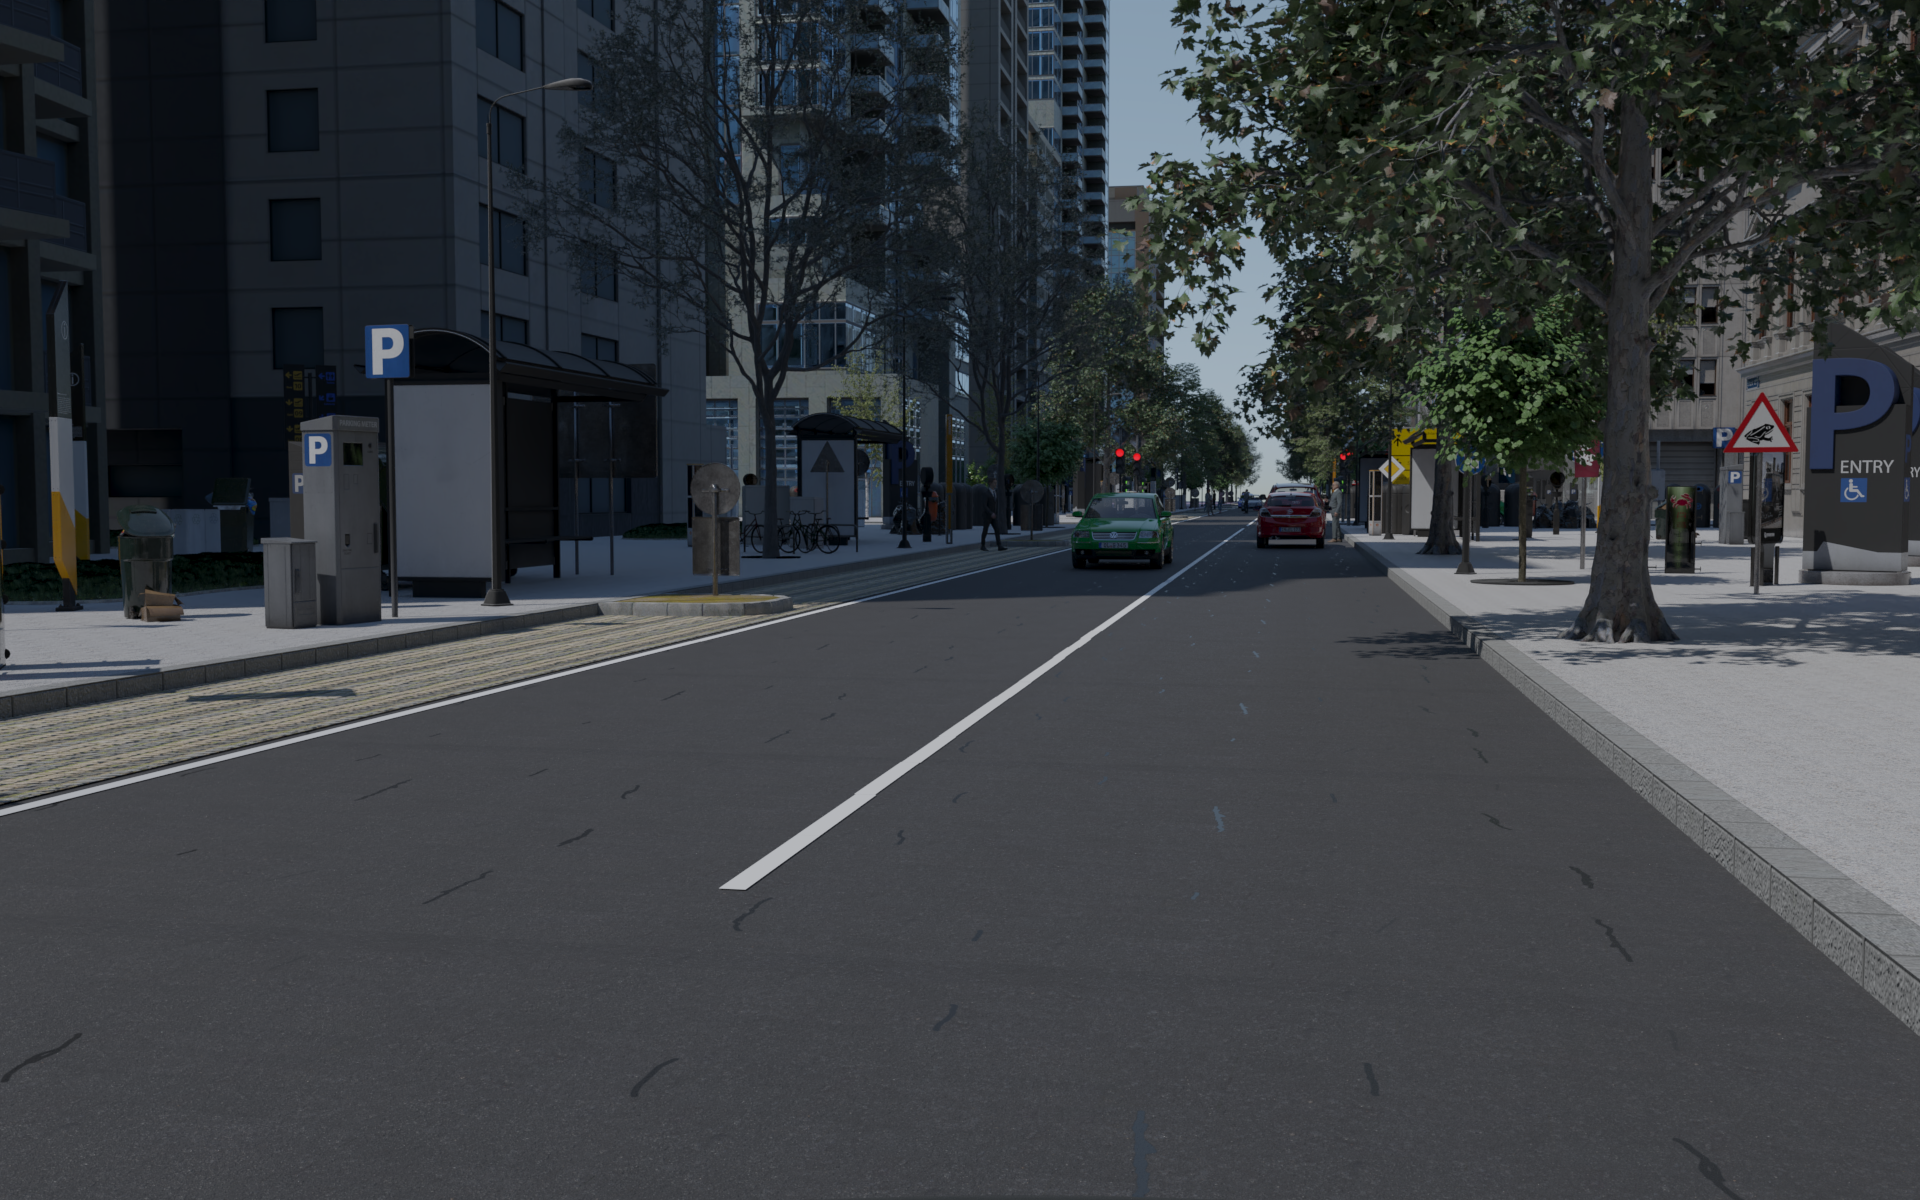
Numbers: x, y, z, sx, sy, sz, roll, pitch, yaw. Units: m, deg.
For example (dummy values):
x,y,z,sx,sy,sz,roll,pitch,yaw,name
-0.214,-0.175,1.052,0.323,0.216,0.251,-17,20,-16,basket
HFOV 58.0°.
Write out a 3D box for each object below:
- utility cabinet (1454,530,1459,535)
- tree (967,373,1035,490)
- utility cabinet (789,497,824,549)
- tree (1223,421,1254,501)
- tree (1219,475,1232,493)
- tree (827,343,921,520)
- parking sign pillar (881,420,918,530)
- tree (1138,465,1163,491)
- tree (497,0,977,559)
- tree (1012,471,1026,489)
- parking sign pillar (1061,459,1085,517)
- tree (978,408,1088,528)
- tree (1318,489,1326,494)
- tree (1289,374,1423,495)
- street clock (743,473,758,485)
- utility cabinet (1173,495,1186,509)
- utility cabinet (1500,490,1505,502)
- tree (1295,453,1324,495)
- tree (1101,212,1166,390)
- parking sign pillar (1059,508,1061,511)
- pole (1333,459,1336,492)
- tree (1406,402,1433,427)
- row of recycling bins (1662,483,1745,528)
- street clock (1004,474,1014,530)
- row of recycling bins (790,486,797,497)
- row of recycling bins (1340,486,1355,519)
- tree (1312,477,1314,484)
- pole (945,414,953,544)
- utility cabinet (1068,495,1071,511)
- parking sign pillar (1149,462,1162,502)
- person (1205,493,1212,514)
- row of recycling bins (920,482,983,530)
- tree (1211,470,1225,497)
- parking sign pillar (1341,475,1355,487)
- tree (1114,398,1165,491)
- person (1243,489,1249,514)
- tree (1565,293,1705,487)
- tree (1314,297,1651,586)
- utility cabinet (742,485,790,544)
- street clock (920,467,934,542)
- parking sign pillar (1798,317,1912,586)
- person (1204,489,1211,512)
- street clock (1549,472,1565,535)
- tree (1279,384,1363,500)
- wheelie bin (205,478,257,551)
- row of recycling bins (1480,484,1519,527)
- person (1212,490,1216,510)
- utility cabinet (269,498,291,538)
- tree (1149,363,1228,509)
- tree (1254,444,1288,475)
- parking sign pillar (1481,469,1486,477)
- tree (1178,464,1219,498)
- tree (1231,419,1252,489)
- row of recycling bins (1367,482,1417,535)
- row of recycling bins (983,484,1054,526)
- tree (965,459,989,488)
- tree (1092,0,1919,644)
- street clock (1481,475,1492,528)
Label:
x,y,z,sx,sy,sz,roll,pitch,yaw,name
15.705,-2.676,54.912,0.306,1.237,1.020,1,4,14,utility cabinet
2.584,-9.552,106.531,4.737,8.622,4.395,0,3,0,tree
-3.621,-1.823,40.974,0.306,1.237,1.020,-3,5,-40,utility cabinet
49.526,-24.402,309.339,12.009,13.543,11.850,0,3,0,tree
34.381,-14.987,228.748,4.285,4.588,4.351,0,3,0,tree
-4.296,-8.189,84.246,4.737,8.622,4.395,0,3,0,tree
-2.174,-4.561,63.039,1.447,3.967,1.447,-3,5,-39,parking sign pillar
12.356,-7.267,113.414,1.663,3.219,1.824,0,3,0,tree
-3.766,-7.563,34.024,12.009,13.543,11.850,0,3,0,tree
4.247,-7.569,118.354,1.663,3.219,1.824,0,3,0,tree
6.663,-6.641,97.054,1.447,3.967,1.447,0,4,-8,parking sign pillar
3.253,-5.024,65.852,4.285,4.588,4.351,0,3,0,tree
41.671,-12.459,198.297,1.663,3.219,1.824,0,3,0,tree
21.391,-10.725,93.487,7.486,12.596,7.792,0,3,0,tree
-7.370,-3.444,60.881,0.471,2.002,0.358,-2,4,-29,street clock
18.729,-8.361,147.867,1.020,1.237,0.306,1,4,21,utility cabinet
30.945,-5.552,99.452,1.173,1.500,0.318,0,4,3,utility cabinet
34.687,-13.258,167.127,4.737,8.622,4.395,0,3,0,tree
1.191,-8.811,54.428,12.009,13.543,11.850,0,3,0,tree
8.395,-8.871,133.505,1.447,3.967,1.447,-3,5,-40,parking sign pillar
21.481,-6.456,99.406,0.158,3.312,0.155,0,3,0,pole
30.964,-10.054,114.749,4.360,8.622,3.978,0,3,0,tree
28.620,-3.602,66.001,3.534,1.692,1.069,2,4,33,row of recycling bins
1.720,-3.515,62.034,0.358,2.002,0.471,3,4,39,street clock
-8.677,-4.892,87.093,3.534,1.692,1.069,-2,4,-26,row of recycling bins
20.912,-5.085,90.257,1.069,1.692,3.534,-2,4,-27,row of recycling bins
19.687,-6.036,82.402,4.285,4.588,4.351,0,3,0,tree
-0.281,-3.091,44.381,0.158,3.312,0.155,0,3,0,pole
7.989,-7.120,127.569,0.306,1.237,1.020,0,4,7,utility cabinet
14.731,-8.790,132.189,1.447,3.967,1.447,-1,4,-13,parking sign pillar
18.109,-7.046,126.303,0.503,1.515,0.523,0,4,-6,person
-0.427,-3.367,62.156,1.069,1.692,3.534,1,4,22,row of recycling bins
30.422,-15.760,208.032,4.737,8.622,4.395,0,3,0,tree
29.616,-8.799,132.327,1.447,3.967,1.447,-2,4,-31,parking sign pillar
12.460,-10.273,118.319,4.360,8.622,3.978,0,3,0,tree
21.092,-7.282,127.745,0.473,1.802,0.592,2,4,32,person
22.590,-6.706,60.013,4.737,8.622,4.395,0,3,0,tree
8.066,-2.519,24.892,4.285,4.588,4.351,0,3,0,tree
-4.920,-2.154,43.900,1.173,1.500,0.318,-2,4,-24,utility cabinet
-0.883,-2.557,46.382,0.358,2.002,0.471,-1,4,-21,street clock
12.845,-2.220,24.767,1.447,3.967,1.447,3,5,40,parking sign pillar
18.942,-7.585,132.496,0.713,1.824,0.794,-1,4,-12,person
18.785,-3.055,54.522,0.471,2.002,0.358,1,4,15,street clock
26.173,-11.577,123.699,7.601,10.594,8.767,-1,4,-15,tree
-13.958,-1.549,33.236,0.980,1.594,0.693,0,4,-8,wheelie bin
20.559,-3.757,68.545,3.534,1.692,1.069,1,4,18,row of recycling bins
23.519,-9.282,160.291,0.705,1.821,1.348,0,4,3,person
-10.995,-1.064,28.550,1.020,1.237,0.306,3,5,42,utility cabinet
19.032,-14.162,149.675,7.486,12.596,7.792,0,3,0,tree
48.888,-19.899,235.724,12.009,13.543,11.850,0,3,0,tree
31.273,-7.115,104.799,1.447,3.967,1.447,-1,4,-12,parking sign pillar
22.805,-11.424,170.489,4.285,4.588,4.351,0,3,0,tree
38.044,-20.241,249.069,7.486,12.596,7.792,0,3,0,tree
14.031,-2.966,55.605,1.069,1.692,3.534,-1,4,-10,row of recycling bins
2.099,-3.844,69.970,3.534,1.692,1.069,-1,4,-14,row of recycling bins
0.679,-6.203,96.025,1.663,3.219,1.824,0,3,0,tree
5.961,-5.993,14.995,9.611,12.733,9.660,0,3,0,tree
19.791,-3.707,65.181,0.358,2.002,0.471,3,5,42,street clock
